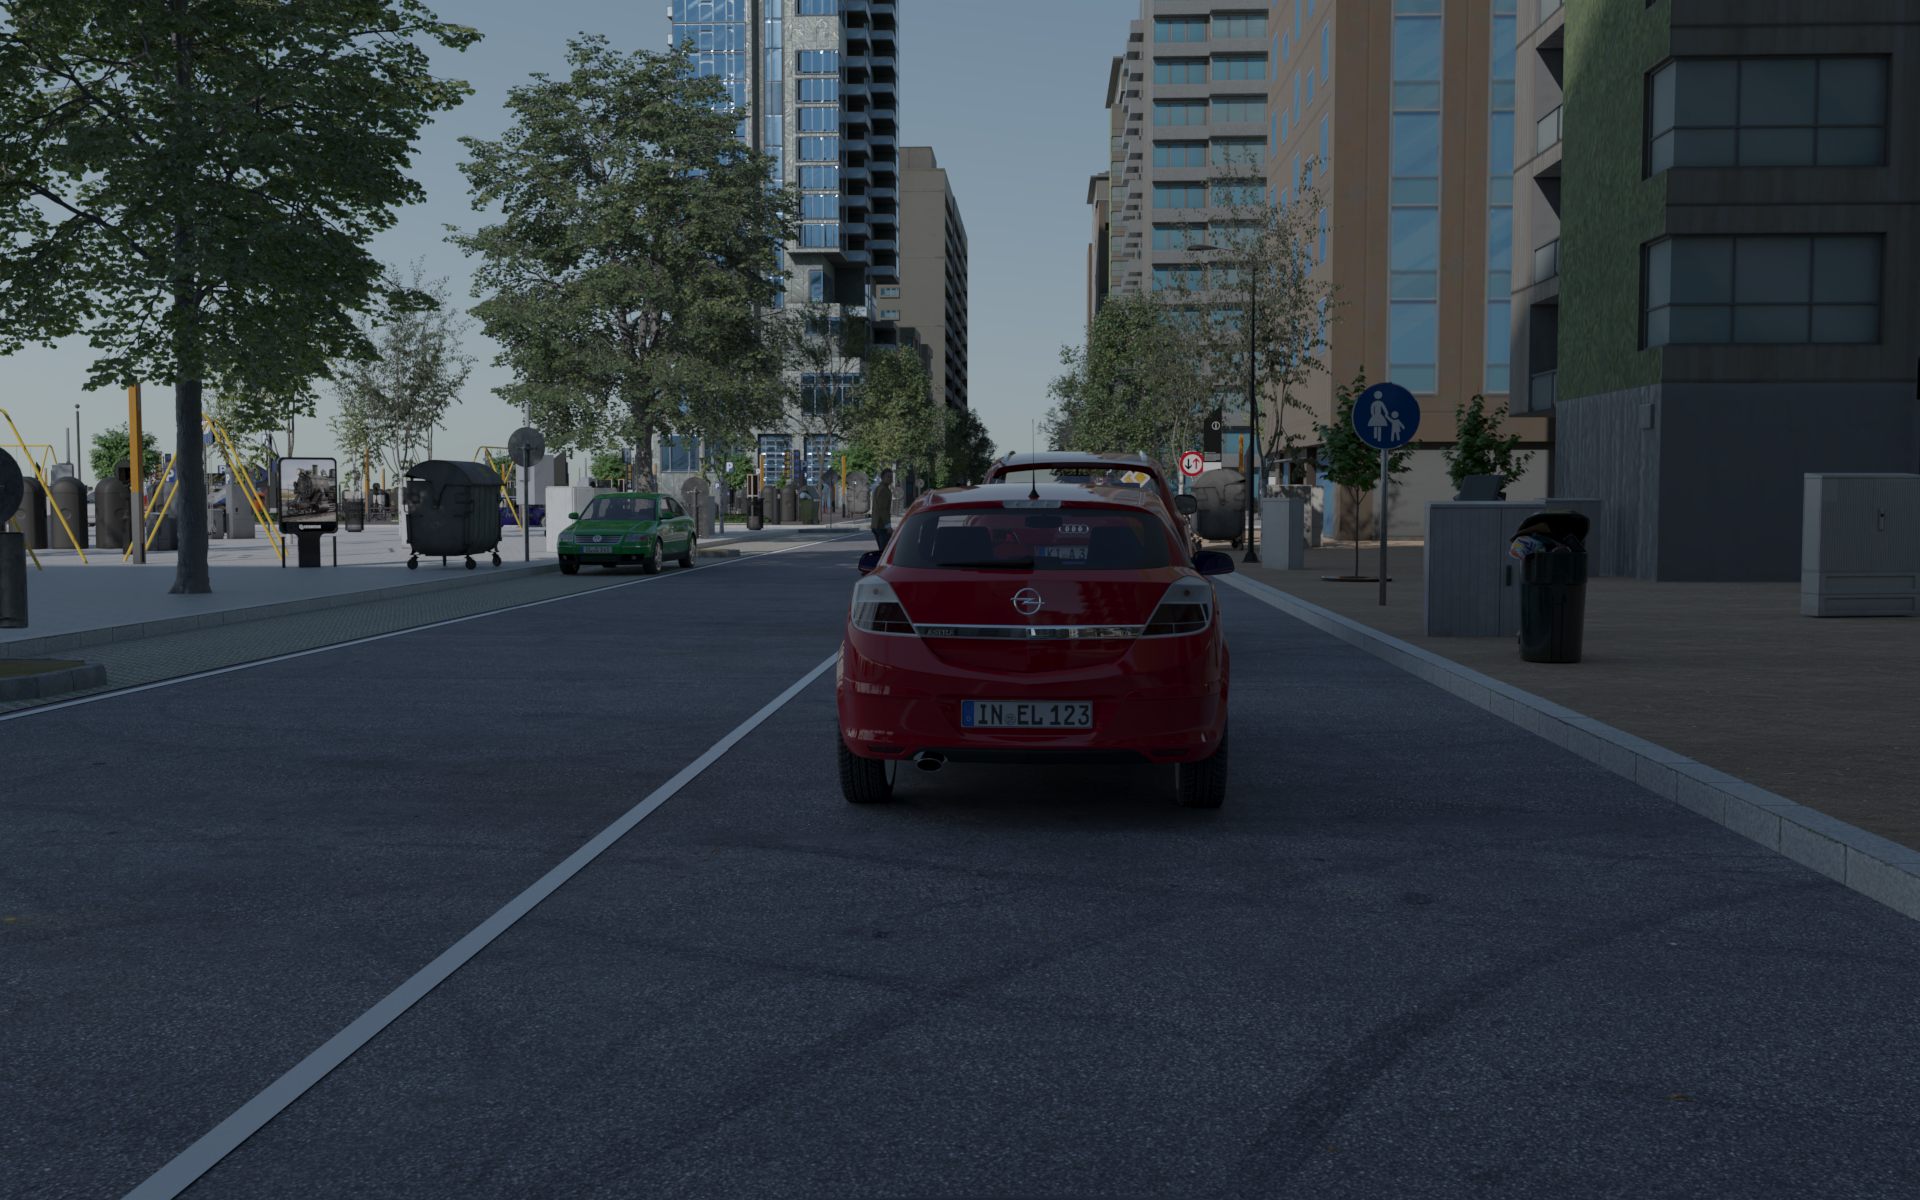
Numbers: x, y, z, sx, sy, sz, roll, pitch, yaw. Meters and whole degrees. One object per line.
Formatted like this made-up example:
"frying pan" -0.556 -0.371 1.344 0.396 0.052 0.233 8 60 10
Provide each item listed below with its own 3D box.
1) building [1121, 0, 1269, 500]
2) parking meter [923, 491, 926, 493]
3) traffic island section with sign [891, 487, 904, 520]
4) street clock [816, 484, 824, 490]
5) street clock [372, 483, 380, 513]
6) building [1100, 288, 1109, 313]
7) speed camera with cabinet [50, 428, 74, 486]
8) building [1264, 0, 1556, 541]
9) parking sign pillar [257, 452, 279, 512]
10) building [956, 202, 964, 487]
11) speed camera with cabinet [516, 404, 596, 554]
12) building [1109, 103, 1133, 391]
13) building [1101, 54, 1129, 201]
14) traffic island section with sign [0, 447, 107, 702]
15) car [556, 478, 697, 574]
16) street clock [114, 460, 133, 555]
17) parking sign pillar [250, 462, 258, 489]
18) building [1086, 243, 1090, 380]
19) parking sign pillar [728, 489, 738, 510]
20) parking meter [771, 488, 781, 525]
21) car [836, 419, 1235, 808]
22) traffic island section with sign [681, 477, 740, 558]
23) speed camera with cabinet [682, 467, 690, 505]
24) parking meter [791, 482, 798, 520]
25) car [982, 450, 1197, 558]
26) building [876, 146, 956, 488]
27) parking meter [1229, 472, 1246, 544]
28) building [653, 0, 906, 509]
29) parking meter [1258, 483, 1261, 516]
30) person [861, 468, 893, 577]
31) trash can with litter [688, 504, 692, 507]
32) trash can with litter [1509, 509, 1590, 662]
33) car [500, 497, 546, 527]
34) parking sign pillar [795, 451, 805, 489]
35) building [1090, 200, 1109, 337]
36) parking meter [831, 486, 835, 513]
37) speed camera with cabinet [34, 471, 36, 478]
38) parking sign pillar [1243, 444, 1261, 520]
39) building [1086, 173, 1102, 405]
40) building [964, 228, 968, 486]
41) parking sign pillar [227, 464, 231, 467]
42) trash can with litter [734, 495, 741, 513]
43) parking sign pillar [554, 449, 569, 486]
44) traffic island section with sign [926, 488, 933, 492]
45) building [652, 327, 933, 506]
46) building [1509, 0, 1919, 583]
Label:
"building" 26.509 -33.119 161.096 23.786 49.044 30.456 0 4 3
"parking meter" -3.011 -8.542 148.066 0.372 1.533 0.369 0 3 0
"traffic island section with sign" -3.365 -5.289 95.099 1.989 1.847 2.006 0 4 3
"street clock" -9.465 -6.889 117.202 0.471 2.002 0.358 -2 4 -23
"street clock" -37.381 -6.508 110.970 0.358 2.002 0.471 2 4 25
"building" 26.517 -28.786 242.357 14.160 30.474 14.107 0 4 3
"speed camera with cabinet" -27.084 -3.541 52.236 0.660 3.252 2.038 -2 4 -27
"building" 17.269 -24.607 52.443 14.600 45.320 14.200 0 4 3
"parking sign pillar" -39.723 -6.886 101.057 1.447 3.967 1.447 1 4 13
"building" -10.935 -39.313 266.471 21.300 48.544 21.600 0 4 3
"speed camera with cabinet" -8.822 -2.651 37.675 2.038 3.252 0.660 3 5 40
"building" 22.827 -30.631 184.407 14.154 41.232 14.086 0 4 3
"building" 31.898 -37.646 204.753 28.713 52.752 27.495 0 4 3
"traffic island section with sign" -7.392 -0.236 12.486 1.989 1.847 2.006 0 4 3
"car" -6.128 -1.429 32.166 1.959 1.807 4.718 0 4 4
"street clock" -17.592 -1.961 36.628 0.471 2.002 0.358 1 4 14
"parking sign pillar" -55.636 -9.123 137.627 1.447 3.967 1.447 -2 4 -27
"building" 28.852 -39.652 298.412 14.600 45.320 14.200 0 4 3
"parking sign pillar" -18.949 -9.428 142.615 1.447 3.967 1.447 1 4 11
"parking meter" -7.639 -3.885 71.928 0.372 1.533 0.369 0 3 0
"car" 0.449 -0.025 9.451 2.155 1.783 4.494 0 4 4
"traffic island section with sign" -6.069 -1.883 39.409 1.989 1.847 2.006 0 4 3
"speed camera with cabinet" -19.597 -8.104 126.831 0.660 3.252 2.038 2 4 25
"parking meter" -8.162 -4.874 85.397 0.255 1.863 0.399 -2 4 -25
"car" 1.081 -0.450 16.023 2.281 1.827 5.304 0 4 4
"building" -12.166 -37.997 244.946 21.300 48.544 21.600 0 4 3
"parking meter" 7.179 -2.391 44.807 0.399 1.863 0.255 -2 4 -30
"building" -15.881 -51.981 162.565 22.319 86.520 31.000 0 4 3
"parking meter" 15.649 -5.140 89.745 0.399 1.863 0.255 1 4 16
"person" -1.227 -1.149 27.194 0.656 1.842 0.836 3 5 40
"trash can with litter" -17.671 -6.178 112.062 1.678 1.210 2.233 0 4 4
"trash can with litter" 4.522 -0.128 13.488 0.624 1.170 1.055 1 4 9
"car" -17.515 -3.478 69.448 3.894 1.354 1.945 0 4 2
"parking sign pillar" -10.140 -7.380 109.130 1.447 3.967 1.447 -1 4 -19
"building" 27.162 -37.082 256.396 14.600 45.320 14.200 0 4 3
"parking meter" -8.772 -6.960 119.500 0.255 1.863 0.399 -1 4 -16
"speed camera with cabinet" -63.892 -7.629 119.066 0.660 3.252 2.038 -3 4 -39
"parking sign pillar" 14.121 -5.932 85.459 1.447 3.967 1.447 2 4 25
"building" 34.813 -42.042 276.630 28.713 52.752 27.495 0 4 3
"building" -9.829 -40.674 288.726 21.300 48.544 21.600 0 4 3
"parking sign pillar" -60.929 -9.607 145.547 1.447 3.967 1.447 -3 4 -36
"trash can with litter" -13.821 -6.138 111.406 2.233 1.210 1.678 -3 5 -44
"parking sign pillar" -24.323 -7.112 104.755 1.447 3.967 1.447 1 4 17
"traffic island section with sign" -2.045 -6.935 122.022 1.989 1.847 2.006 0 4 3
"building" -17.766 -21.380 194.600 27.650 21.520 28.899 0 4 3
"building" 17.479 -21.213 30.430 14.154 41.232 14.086 0 4 3
